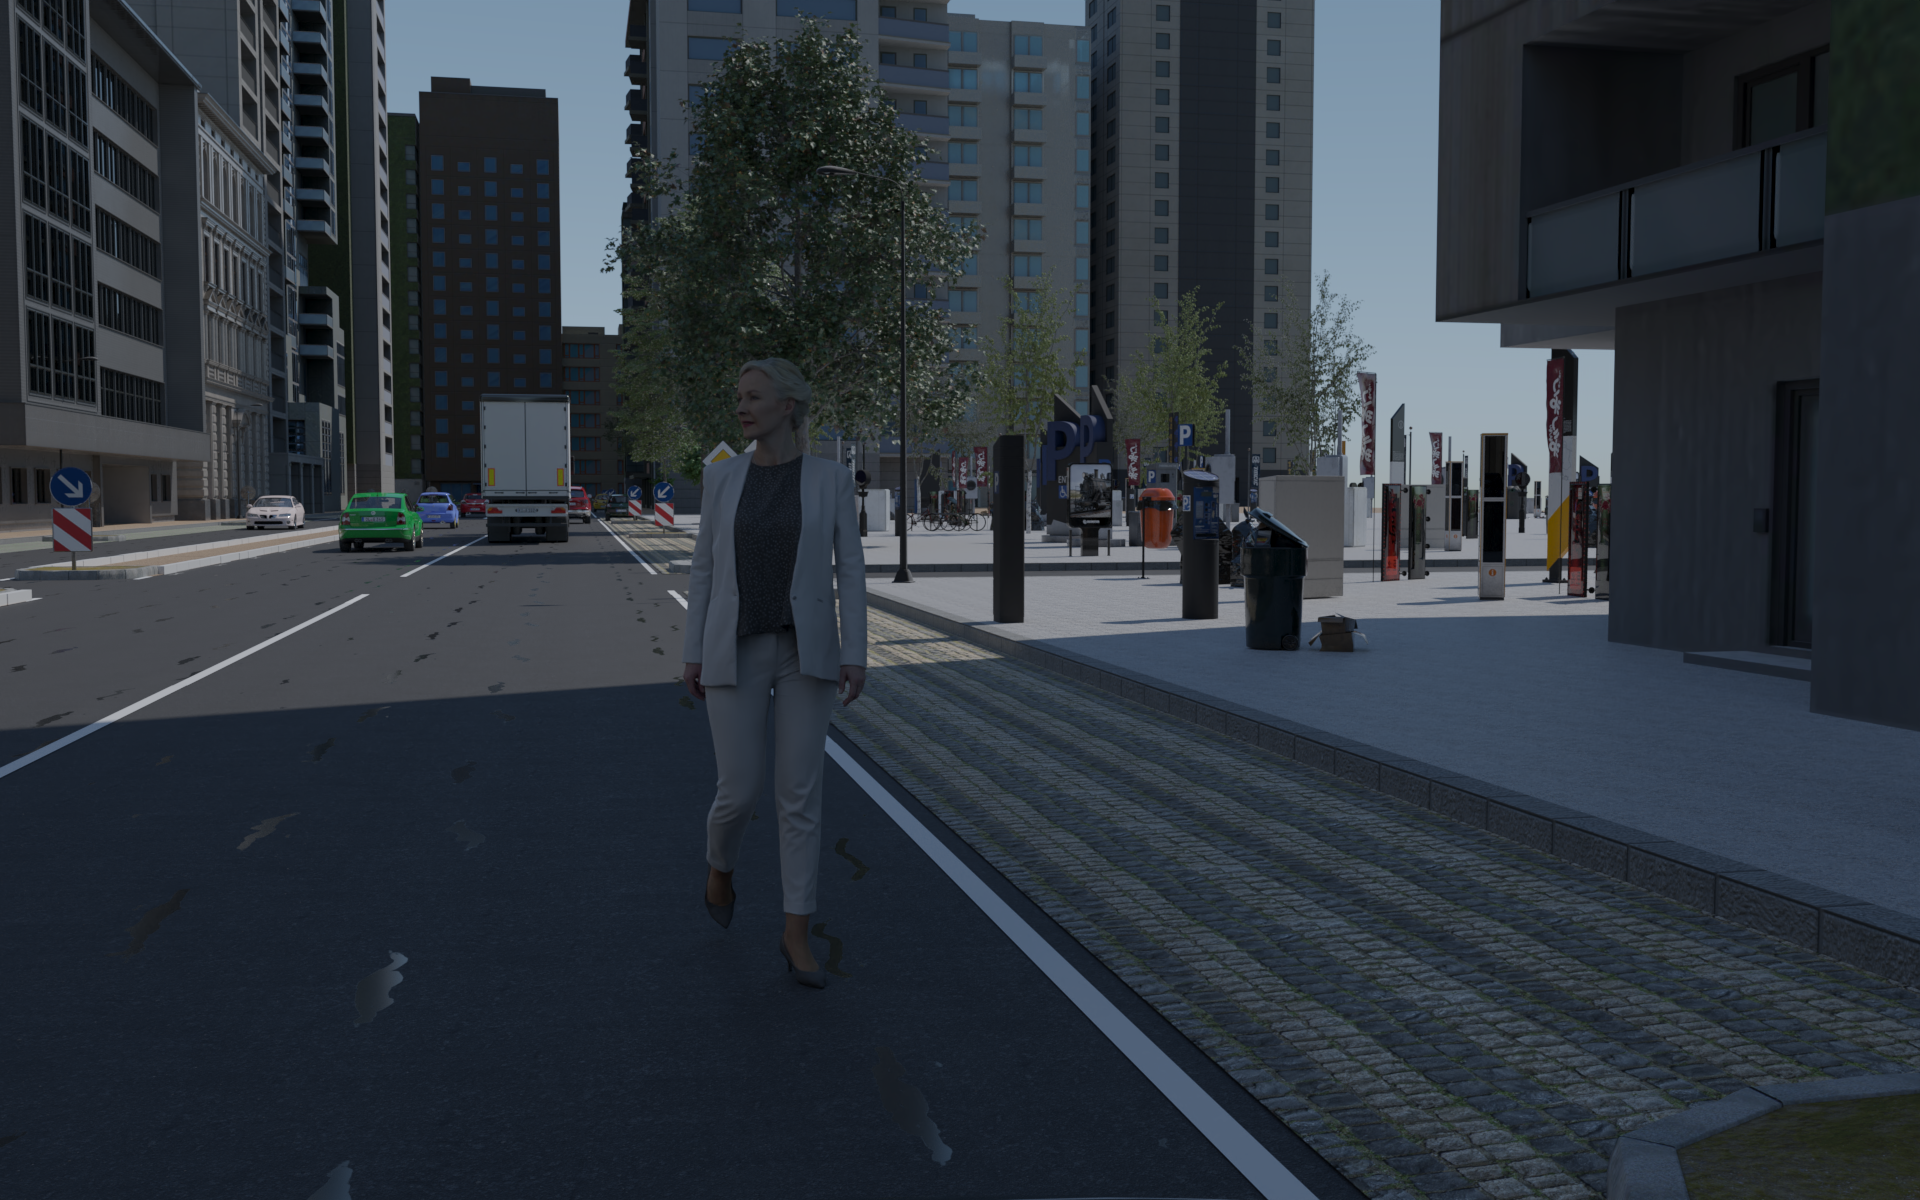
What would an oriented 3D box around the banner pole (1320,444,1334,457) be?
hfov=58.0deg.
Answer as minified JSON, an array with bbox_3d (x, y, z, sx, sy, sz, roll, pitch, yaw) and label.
[{"bbox_3d":[18.425,-5.923,86.857,0.863,3.779,0.401,0,4,5],"label":"banner pole"}]

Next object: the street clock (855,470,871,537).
[{"bbox_3d":[-2.893,-2.884,51.725,0.471,2.002,0.358,3,5,40],"label":"street clock"}]

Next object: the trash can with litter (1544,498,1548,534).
[{"bbox_3d":[19.203,-2.683,55.250,1.055,1.170,0.624,2,4,33],"label":"trash can with litter"}]

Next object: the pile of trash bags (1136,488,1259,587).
[{"bbox_3d":[3.795,-0.950,25.279,1.912,1.369,3.447,-3,4,-36],"label":"pile of trash bags"}]

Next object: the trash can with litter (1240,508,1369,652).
[{"bbox_3d":[2.845,-0.180,14.332,1.055,1.170,0.624,1,4,14],"label":"trash can with litter"}]

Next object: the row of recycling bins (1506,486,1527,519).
[{"bbox_3d":[28.284,-5.056,89.777,1.069,1.692,3.534,-1,4,-9],"label":"row of recycling bins"}]

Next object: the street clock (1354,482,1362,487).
[{"bbox_3d":[24.746,-6.253,106.812,0.471,2.002,0.358,1,4,20],"label":"street clock"}]

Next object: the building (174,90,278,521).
[{"bbox_3d":[-42.856,-15.987,90.272,11.050,23.489,19.941,-1,4,-13],"label":"building"}]

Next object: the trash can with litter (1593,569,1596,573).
[{"bbox_3d":[10.276,-0.918,26.397,1.055,1.170,0.624,0,4,0],"label":"trash can with litter"}]

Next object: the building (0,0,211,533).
[{"bbox_3d":[-38.984,-15.055,65.215,14.314,24.678,30.058,-1,4,-13],"label":"building"}]

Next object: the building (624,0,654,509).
[{"bbox_3d":[-18.149,-30.507,153.416,22.147,44.769,28.867,-1,4,-13],"label":"building"}]

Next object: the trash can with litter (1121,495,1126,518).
[{"bbox_3d":[9.270,-5.029,93.283,2.233,1.210,1.678,1,4,9],"label":"trash can with litter"}]

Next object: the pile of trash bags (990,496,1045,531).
[{"bbox_3d":[2.664,-3.148,61.230,3.447,1.369,1.912,1,4,12],"label":"pile of trash bags"}]

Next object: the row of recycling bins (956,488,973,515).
[{"bbox_3d":[0.260,-6.072,106.389,1.069,1.692,3.534,0,4,4],"label":"row of recycling bins"}]

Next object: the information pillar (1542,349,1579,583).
[{"bbox_3d":[8.645,-2.050,24.875,0.183,3.616,0.504,-1,4,-23],"label":"information pillar"}]

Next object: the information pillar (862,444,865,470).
[{"bbox_3d":[-3.751,-4.650,67.377,0.183,3.616,0.504,0,4,-5],"label":"information pillar"}]

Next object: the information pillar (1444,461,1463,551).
[{"bbox_3d":[11.066,-2.100,38.830,0.304,2.012,0.304,0,4,-6],"label":"information pillar"}]

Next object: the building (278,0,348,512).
[{"bbox_3d":[-59.307,-50.128,132.265,22.319,86.520,31.000,-1,4,-13],"label":"building"}]

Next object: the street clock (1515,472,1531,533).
[{"bbox_3d":[18.497,-3.205,56.975,0.471,2.002,0.358,2,4,24],"label":"street clock"}]

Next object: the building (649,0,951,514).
[{"bbox_3d":[-11.756,-35.662,125.080,21.231,58.520,28.212,-1,4,-13],"label":"building"}]

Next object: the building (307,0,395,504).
[{"bbox_3d":[-68.434,-37.899,161.650,28.212,58.520,21.231,-1,4,-13],"label":"building"}]

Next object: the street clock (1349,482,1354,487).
[{"bbox_3d":[24.438,-6.307,107.687,0.471,2.002,0.358,-2,4,-30],"label":"street clock"}]

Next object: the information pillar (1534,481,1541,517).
[{"bbox_3d":[32.344,-5.658,97.005,0.304,2.012,0.304,0,4,-3],"label":"information pillar"}]

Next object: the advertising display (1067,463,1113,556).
[{"bbox_3d":[2.679,-1.868,35.752,0.974,1.923,0.123,-1,4,-17],"label":"advertising display"}]

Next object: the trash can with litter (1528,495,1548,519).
[{"bbox_3d":[30.846,-4.894,91.070,1.678,1.210,2.233,-2,4,-29],"label":"trash can with litter"}]

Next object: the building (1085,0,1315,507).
[{"bbox_3d":[23.428,-45.506,182.278,20.611,71.187,20.563,-1,4,-13],"label":"building"}]

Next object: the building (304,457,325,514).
[{"bbox_3d":[-51.819,-40.964,108.011,20.563,71.187,20.611,-1,4,-13],"label":"building"}]

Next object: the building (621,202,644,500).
[{"bbox_3d":[-26.944,-24.645,174.642,14.160,30.474,14.107,-1,4,-13],"label":"building"}]

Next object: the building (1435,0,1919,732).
[{"bbox_3d":[11.470,-20.092,12.093,14.154,41.232,14.086,-1,4,-13],"label":"building"}]

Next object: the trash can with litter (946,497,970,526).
[{"bbox_3d":[-0.034,-3.608,70.374,1.055,1.170,0.624,2,4,31],"label":"trash can with litter"}]

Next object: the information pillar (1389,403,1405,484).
[{"bbox_3d":[11.253,-3.256,44.588,0.504,3.616,0.183,-3,4,-37],"label":"information pillar"}]

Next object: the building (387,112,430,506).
[{"bbox_3d":[-65.243,-30.843,187.872,14.086,41.232,14.154,-1,4,-13],"label":"building"}]

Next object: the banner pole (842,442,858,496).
[{"bbox_3d":[-5.347,-5.660,82.551,0.863,3.779,0.401,-1,4,-9],"label":"banner pole"}]

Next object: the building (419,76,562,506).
[{"bbox_3d":[-51.119,-33.047,190.432,14.200,45.320,14.600,-1,4,-13],"label":"building"}]

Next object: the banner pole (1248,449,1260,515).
[{"bbox_3d":[16.069,-6.423,95.029,0.863,3.779,0.401,0,4,2],"label":"banner pole"}]

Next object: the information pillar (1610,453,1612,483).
[{"bbox_3d":[31.328,-5.597,82.868,0.183,3.616,0.504,-2,4,-25],"label":"information pillar"}]

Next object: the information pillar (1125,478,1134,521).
[{"bbox_3d":[7.843,-4.619,80.020,0.304,2.012,0.304,2,4,30],"label":"information pillar"}]

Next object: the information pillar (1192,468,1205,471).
[{"bbox_3d":[6.816,-2.761,49.626,0.304,2.012,0.304,0,4,-6],"label":"information pillar"}]

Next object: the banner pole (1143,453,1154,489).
[{"bbox_3d":[11.615,-7.101,106.122,0.863,3.779,0.401,1,4,21],"label":"banner pole"}]

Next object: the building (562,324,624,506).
[{"bbox_3d":[-31.759,-21.913,203.313,28.899,21.520,27.650,-1,4,-13],"label":"building"}]

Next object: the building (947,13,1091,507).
[{"bbox_3d":[-1.921,-34.009,175.655,30.456,49.044,23.786,-1,4,-13],"label":"building"}]

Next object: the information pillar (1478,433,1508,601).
[{"bbox_3d":[6.448,-1.008,20.968,0.304,2.012,0.304,1,4,13],"label":"information pillar"}]

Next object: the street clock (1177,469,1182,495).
[{"bbox_3d":[5.639,-2.538,46.067,0.471,2.002,0.358,0,4,0],"label":"street clock"}]

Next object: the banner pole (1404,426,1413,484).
[{"bbox_3d":[16.475,-4.539,64.229,0.863,3.779,0.401,3,5,40],"label":"banner pole"}]

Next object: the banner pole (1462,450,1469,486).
[{"bbox_3d":[28.819,-6.658,98.880,0.401,3.779,0.863,-1,4,-8],"label":"banner pole"}]

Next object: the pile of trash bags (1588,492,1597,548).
[{"bbox_3d":[16.008,-2.019,42.758,1.912,1.369,3.447,1,4,12],"label":"pile of trash bags"}]

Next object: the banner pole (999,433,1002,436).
[{"bbox_3d":[1.635,-4.991,71.621,0.401,3.779,0.863,0,4,-4],"label":"banner pole"}]

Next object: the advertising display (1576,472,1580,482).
[{"bbox_3d":[17.312,-2.710,49.521,0.974,1.923,0.123,-2,4,-29],"label":"advertising display"}]

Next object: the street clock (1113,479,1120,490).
[{"bbox_3d":[7.568,-4.908,84.815,0.471,2.002,0.358,-1,4,-22],"label":"street clock"}]
